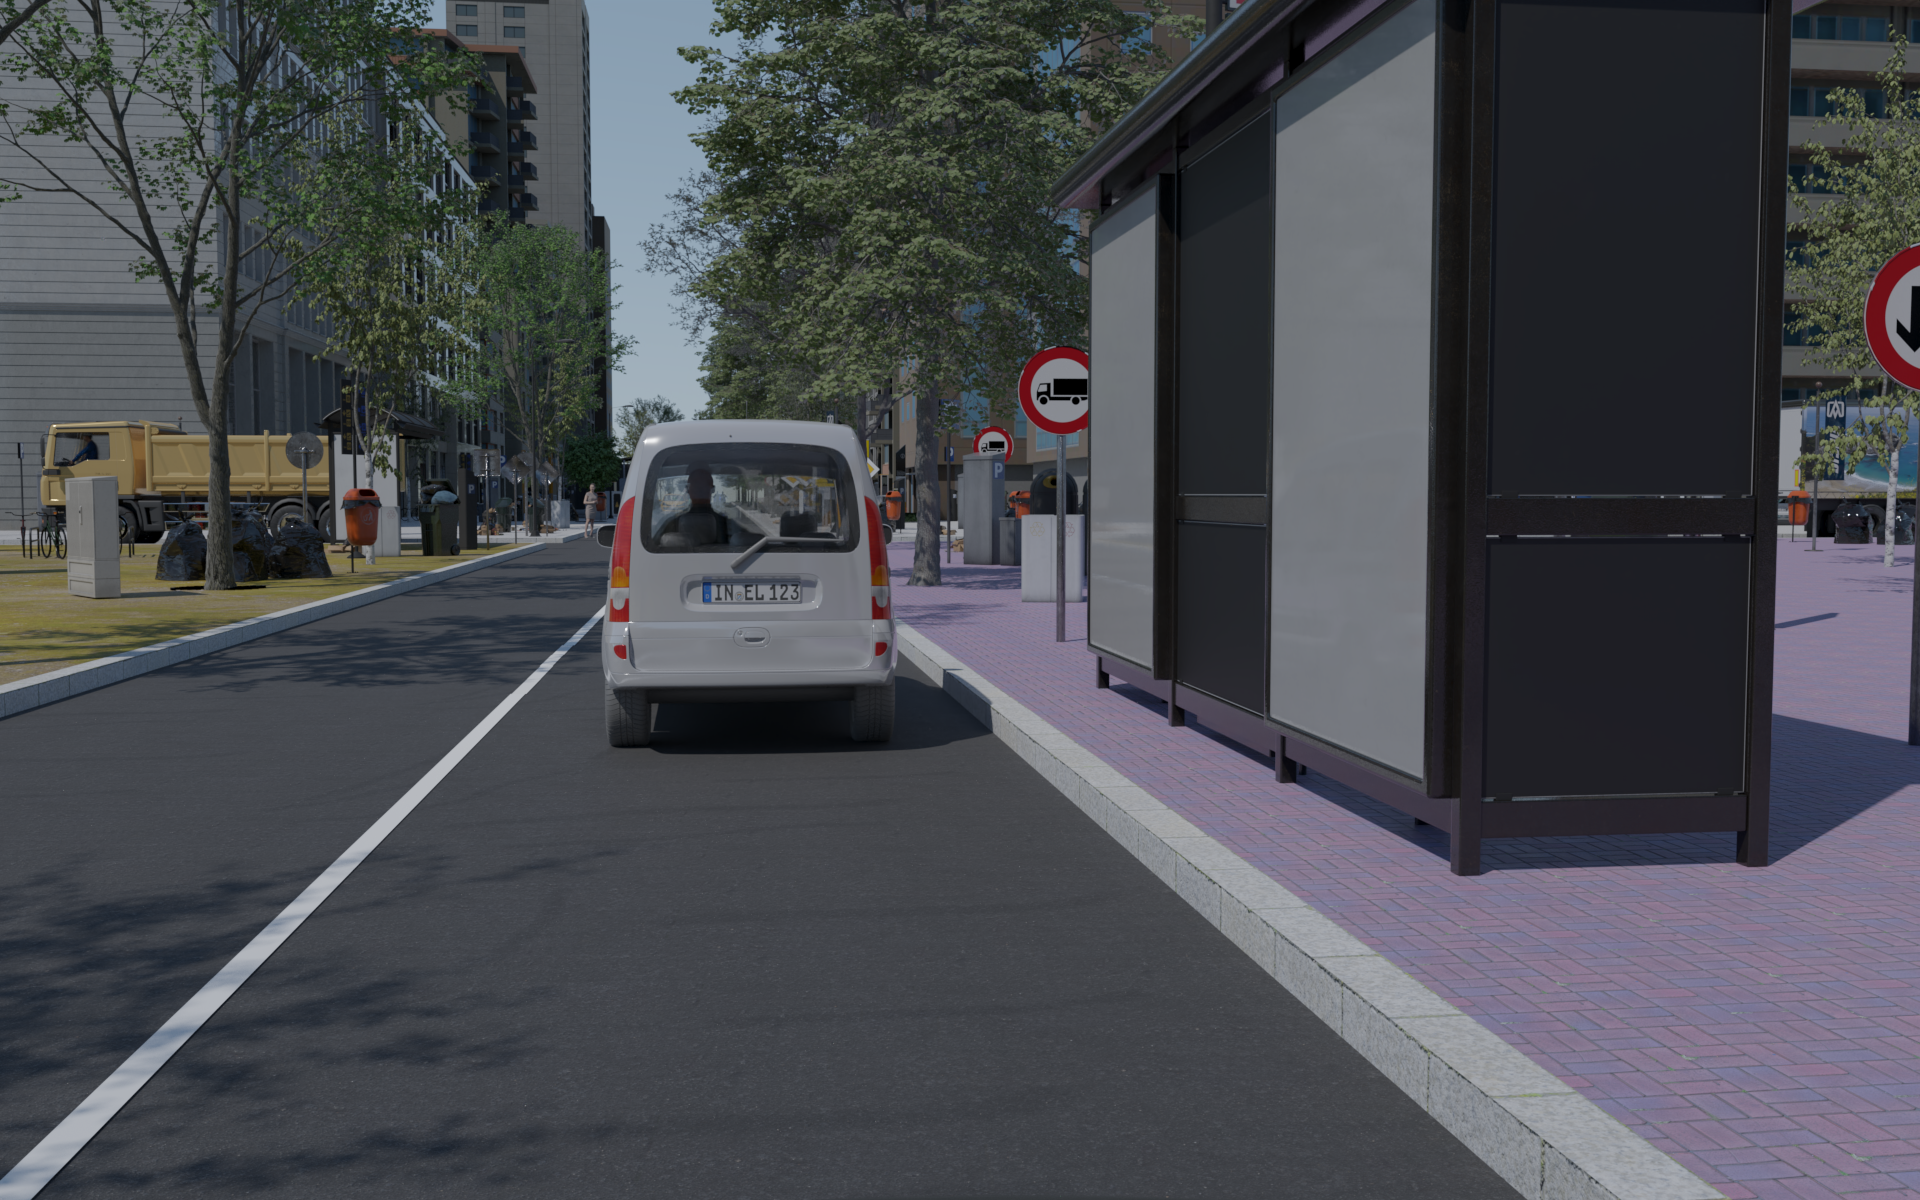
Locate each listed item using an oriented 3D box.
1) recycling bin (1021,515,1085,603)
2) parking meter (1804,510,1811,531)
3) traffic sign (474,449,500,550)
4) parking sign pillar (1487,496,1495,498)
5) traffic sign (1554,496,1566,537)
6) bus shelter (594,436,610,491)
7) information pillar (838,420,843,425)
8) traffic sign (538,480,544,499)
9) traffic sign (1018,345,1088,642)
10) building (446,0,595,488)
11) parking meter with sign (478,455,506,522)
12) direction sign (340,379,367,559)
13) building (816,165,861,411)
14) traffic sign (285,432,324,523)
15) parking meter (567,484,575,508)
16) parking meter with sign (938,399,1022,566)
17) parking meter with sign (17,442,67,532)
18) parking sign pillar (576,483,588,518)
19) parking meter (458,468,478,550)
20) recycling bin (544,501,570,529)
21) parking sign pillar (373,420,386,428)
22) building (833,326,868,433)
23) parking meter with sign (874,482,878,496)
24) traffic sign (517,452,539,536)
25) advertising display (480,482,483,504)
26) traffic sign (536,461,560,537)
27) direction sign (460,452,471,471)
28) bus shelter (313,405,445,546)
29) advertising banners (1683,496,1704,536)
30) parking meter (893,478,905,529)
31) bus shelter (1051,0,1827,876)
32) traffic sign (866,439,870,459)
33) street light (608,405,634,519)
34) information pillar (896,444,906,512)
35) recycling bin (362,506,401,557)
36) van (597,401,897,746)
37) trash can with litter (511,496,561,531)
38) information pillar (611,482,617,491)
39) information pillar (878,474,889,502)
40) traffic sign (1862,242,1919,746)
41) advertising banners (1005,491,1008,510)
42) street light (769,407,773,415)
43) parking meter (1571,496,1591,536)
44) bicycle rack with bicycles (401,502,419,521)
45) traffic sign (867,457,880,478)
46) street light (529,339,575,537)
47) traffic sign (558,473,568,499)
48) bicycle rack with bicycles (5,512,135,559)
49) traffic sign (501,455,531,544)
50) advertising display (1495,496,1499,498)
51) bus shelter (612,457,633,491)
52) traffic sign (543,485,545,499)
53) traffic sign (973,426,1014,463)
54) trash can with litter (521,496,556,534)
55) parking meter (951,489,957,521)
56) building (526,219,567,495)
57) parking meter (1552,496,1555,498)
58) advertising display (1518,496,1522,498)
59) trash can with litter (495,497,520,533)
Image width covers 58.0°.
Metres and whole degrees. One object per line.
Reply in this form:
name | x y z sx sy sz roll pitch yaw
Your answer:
recycling bin | 1.122 -0.504 20.795 0.722 1.027 0.722 0 4 6
parking meter | 29.231 -3.126 59.516 0.372 1.533 0.369 0 3 0
traffic sign | -10.766 -2.283 39.460 0.606 2.300 0.079 0 4 1
parking sign pillar | 36.090 -7.946 118.384 1.447 3.967 1.447 -1 4 -8
traffic sign | 4.297 -0.751 12.391 0.768 2.556 0.104 0 4 -6
bus shelter | -24.462 -8.676 119.490 2.179 5.291 8.768 0 4 -8
information pillar | -3.582 -3.792 53.357 0.504 3.616 0.183 0 4 1
traffic sign | -20.468 -5.120 84.901 0.795 2.450 0.064 0 4 -4
traffic sign | 0.876 -0.908 14.957 0.768 2.556 0.104 0 4 -3
building | -61.596 -49.661 250.216 20.563 71.187 20.611 0 4 -8
parking meter with sign | -21.207 -5.019 78.324 1.738 3.016 0.543 3 5 43
direction sign | -12.060 -2.601 34.519 0.379 3.537 0.876 1 4 13
building | -9.607 -38.271 249.431 21.300 48.544 21.600 0 4 -8
traffic sign | -13.388 -2.158 35.394 0.768 2.556 0.104 0 4 -2
parking meter | -23.346 -6.007 103.922 0.255 1.863 0.399 2 4 28
parking meter with sign | 0.430 -2.149 31.390 1.738 3.016 0.543 3 5 39
parking meter with sign | -30.889 -3.821 58.732 1.738 3.016 0.543 -1 4 -18
parking sign pillar | -19.717 -6.324 91.868 1.447 3.967 1.447 1 4 19
parking meter | -11.297 -2.083 39.771 0.255 1.863 0.399 2 4 29
recycling bin | -15.062 -3.189 64.700 0.722 1.027 0.722 1 4 18
parking sign pillar | -18.643 -4.042 54.554 1.447 3.967 1.447 0 4 4
building | -10.238 -28.102 231.175 14.160 30.474 14.107 0 4 -8
parking meter with sign | -5.146 -7.069 111.839 1.738 3.016 0.543 1 4 13
traffic sign | -13.217 -3.221 52.767 0.768 2.556 0.104 0 4 -5
advertising display | -26.096 -5.504 95.205 0.123 1.923 0.974 1 4 14
traffic sign | -12.445 -2.967 52.146 0.795 2.450 0.064 0 4 -8
direction sign | -26.819 -6.240 94.025 0.379 3.537 0.876 1 4 19
bus shelter | -13.790 -2.912 41.529 2.014 3.302 5.546 0 4 -8
advertising banners | 16.035 -2.536 37.644 0.090 3.025 2.074 3 4 38
parking meter | -2.222 -3.524 63.337 0.255 1.863 0.399 3 5 41
bus shelter | 1.883 -1.978 9.980 2.179 5.291 8.768 0 4 -8
traffic sign | -4.444 -4.282 63.876 2.265 3.308 0.079 0 4 -2
street light | -17.672 -7.197 90.219 1.470 5.913 1.316 0 4 -8
information pillar | -2.773 -5.510 81.441 0.504 3.616 0.183 -1 4 -22
recycling bin | -11.900 -1.409 35.596 0.722 1.027 0.722 -1 4 -22
van | -1.386 -0.262 11.300 2.013 2.044 4.112 0 4 -8
trash can with litter | -14.913 -3.018 60.394 2.233 1.210 1.678 0 4 -7
information pillar | -21.046 -6.157 105.166 0.304 2.012 0.304 1 4 15
information pillar | -2.856 -3.670 64.490 0.304 2.012 0.304 -2 4 -25
traffic sign | 4.894 -0.530 8.779 0.768 2.556 0.104 0 4 -4
advertising banners | 1.480 -4.295 66.418 0.090 3.025 2.074 1 4 21
street light | -10.201 -7.150 89.441 1.470 5.913 1.316 0 4 -8
parking meter | 9.836 -1.157 27.331 0.372 1.533 0.369 0 3 0
bicycle rack with bicycles | -25.334 -4.242 82.743 2.925 0.926 2.852 -3 5 -41
traffic sign | -2.851 -3.170 53.014 0.795 2.450 0.064 0 4 -2
street light | -12.239 -4.859 51.991 1.470 5.913 1.316 0 4 -8
traffic sign | -22.542 -6.017 98.486 0.768 2.556 0.104 0 4 2
bicycle rack with bicycles | -17.919 -1.327 35.086 2.852 0.926 2.925 -1 4 -22
traffic sign | -11.351 -2.483 44.236 0.795 2.450 0.064 0 4 -8
advertising display | 30.123 -5.548 95.919 0.974 1.923 0.123 2 4 28
bus shelter | -21.025 -7.254 109.887 1.731 3.624 6.357 0 4 -8
traffic sign | -21.686 -5.523 90.300 0.884 2.594 0.081 0 3 0
traffic sign | 0.617 -1.980 32.474 0.768 2.556 0.104 0 4 -1
trash can with litter | -13.612 -2.755 56.436 1.055 1.170 0.624 2 4 29
parking meter | -0.303 -4.458 81.300 0.372 1.533 0.369 0 3 0
building | -65.500 -32.778 227.794 32.217 40.220 23.993 0 4 -8
parking meter | 26.605 -4.211 77.257 0.372 1.533 0.369 0 3 0
advertising display | 24.764 -4.420 77.484 0.123 1.923 0.974 -2 4 -25
trash can with litter | -15.156 -2.813 57.383 0.624 1.170 1.055 0 4 7
